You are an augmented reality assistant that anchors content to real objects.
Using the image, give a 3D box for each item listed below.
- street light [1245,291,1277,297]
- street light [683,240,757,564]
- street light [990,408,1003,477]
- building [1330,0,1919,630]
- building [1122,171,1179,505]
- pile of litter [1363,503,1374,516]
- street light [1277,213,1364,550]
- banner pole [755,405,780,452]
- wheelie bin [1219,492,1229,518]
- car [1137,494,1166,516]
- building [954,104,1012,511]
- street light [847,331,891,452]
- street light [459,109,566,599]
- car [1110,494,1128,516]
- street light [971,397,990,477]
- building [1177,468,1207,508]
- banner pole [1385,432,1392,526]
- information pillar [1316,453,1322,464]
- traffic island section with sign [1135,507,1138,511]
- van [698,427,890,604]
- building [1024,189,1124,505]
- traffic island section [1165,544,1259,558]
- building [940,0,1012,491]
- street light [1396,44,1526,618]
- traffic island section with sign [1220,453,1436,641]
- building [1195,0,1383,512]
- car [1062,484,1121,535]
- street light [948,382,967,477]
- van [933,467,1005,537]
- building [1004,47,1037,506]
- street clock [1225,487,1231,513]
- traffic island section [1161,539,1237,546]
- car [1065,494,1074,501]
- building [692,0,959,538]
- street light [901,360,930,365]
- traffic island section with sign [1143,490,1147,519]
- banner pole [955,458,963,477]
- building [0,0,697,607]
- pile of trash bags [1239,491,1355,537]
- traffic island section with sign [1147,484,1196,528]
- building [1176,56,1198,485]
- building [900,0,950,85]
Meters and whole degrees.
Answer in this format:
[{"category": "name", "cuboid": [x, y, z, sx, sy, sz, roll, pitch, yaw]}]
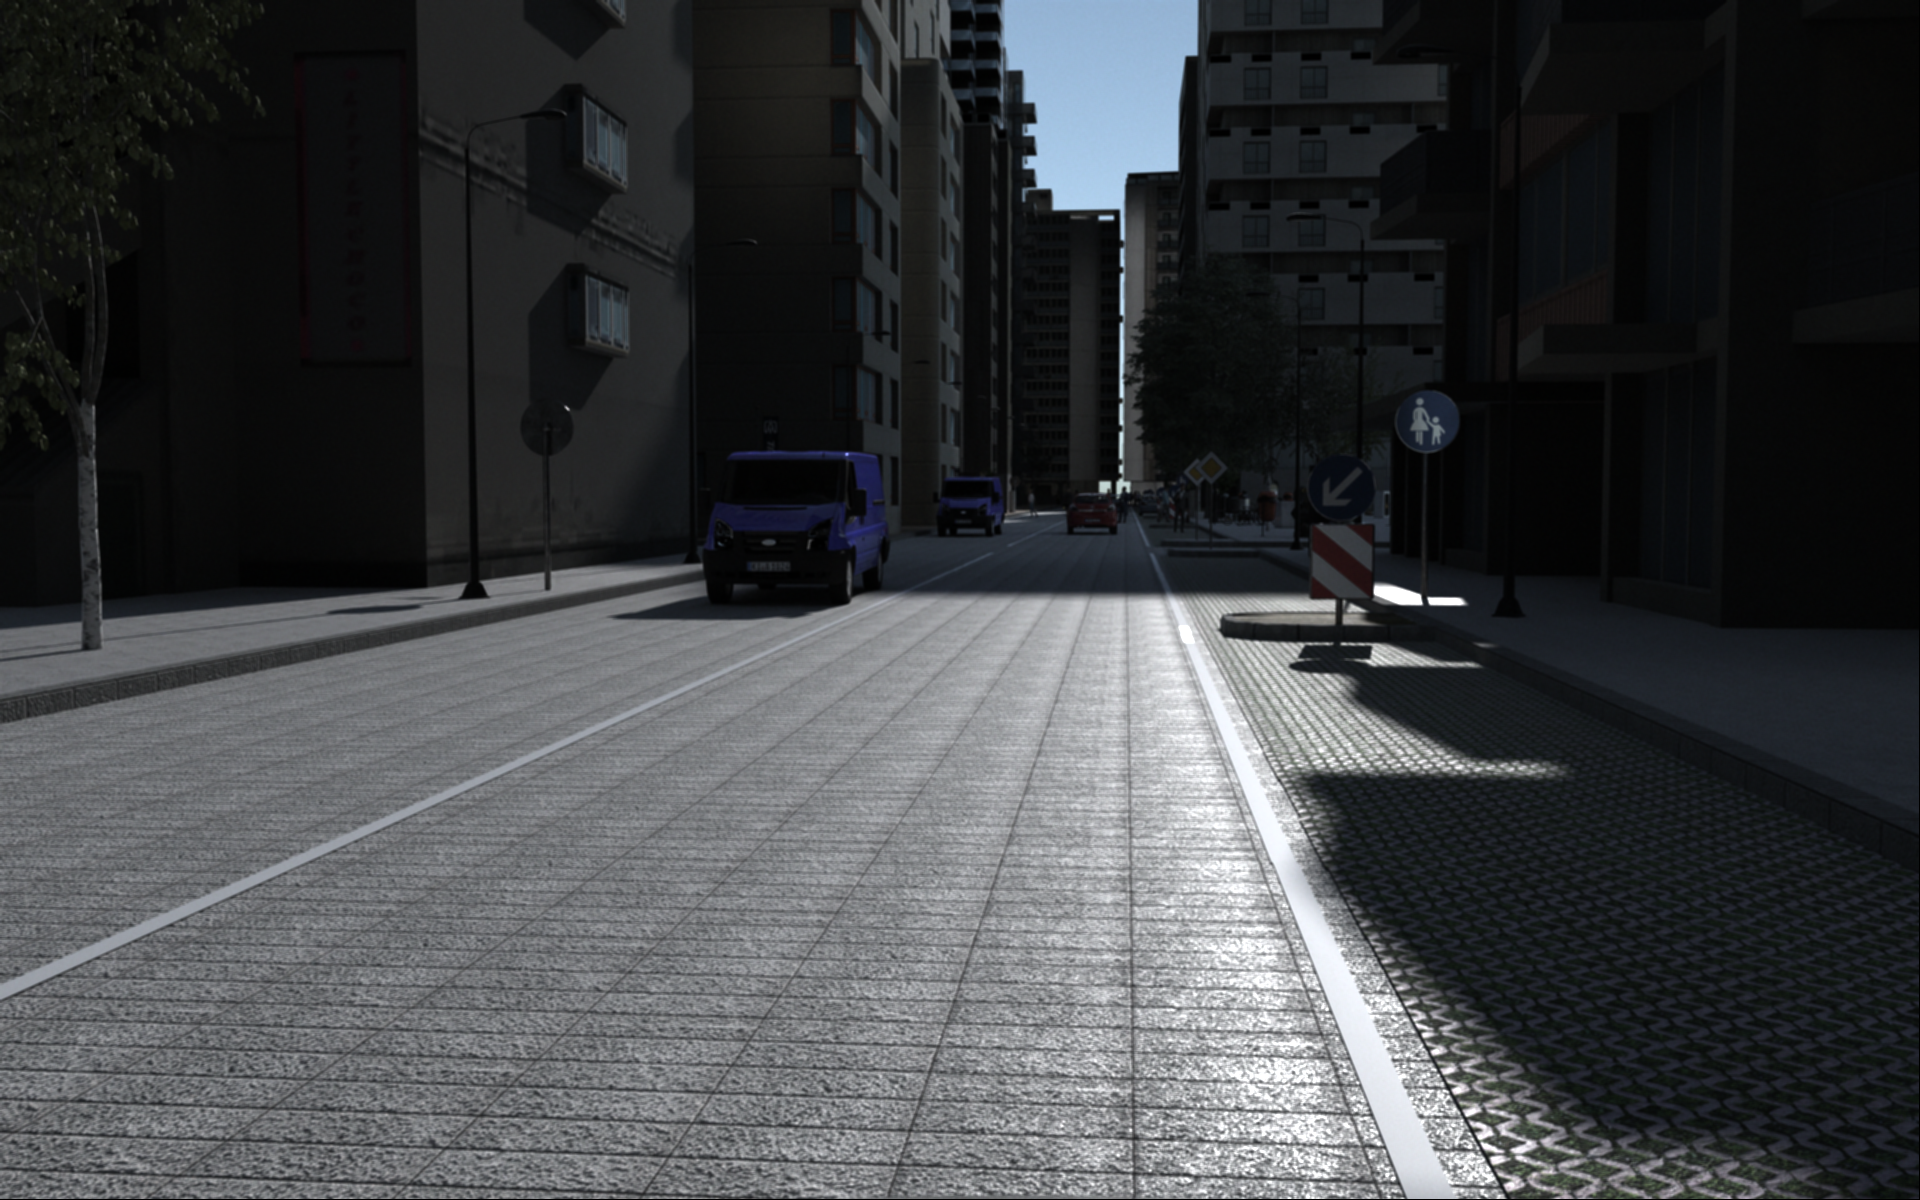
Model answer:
[{"category": "street light", "cuboid": [7.217, -4.111, 39.754, 1.470, 5.913, 1.316, 0, 4, 5]}, {"category": "street light", "cuboid": [-4.408, -3.626, 31.823, 1.470, 5.913, 1.316, 0, 4, 5]}, {"category": "street light", "cuboid": [1.455, -7.400, 93.529, 1.470, 5.913, 1.316, 0, 4, 5]}, {"category": "building", "cuboid": [17.637, -22.503, 22.553, 22.147, 44.769, 28.867, 0, 4, 5]}, {"category": "building", "cuboid": [27.131, -32.387, 213.119, 14.086, 41.232, 14.154, 0, 4, 5]}, {"category": "pile of litter", "cuboid": [24.574, -5.465, 103.311, 1.719, 0.858, 1.176, -3, 4, -39]}, {"category": "street light", "cuboid": [6.098, -3.439, 28.772, 1.470, 5.913, 1.316, 0, 4, 5]}, {"category": "banner pole", "cuboid": [-5.489, -3.600, 48.878, 0.863, 3.779, 0.401, -1, 4, -19]}, {"category": "wheelie bin", "cuboid": [14.002, -5.218, 93.218, 0.980, 1.594, 0.693, 1, 4, 18]}, {"category": "car", "cuboid": [12.723, -6.288, 114.813, 2.014, 1.417, 4.499, 0, 4, 5]}, {"category": "building", "cuboid": [-3.511, -22.034, 131.962, 14.160, 30.474, 14.107, 0, 4, 5]}, {"category": "street light", "cuboid": [-2.663, -4.706, 49.488, 1.470, 5.913, 1.316, 0, 4, 5]}, {"category": "street light", "cuboid": [-5.446, -2.971, 21.121, 1.470, 5.913, 1.316, 0, 4, 5]}, {"category": "car", "cuboid": [10.286, -6.318, 115.298, 2.014, 1.417, 4.499, 0, 4, 6]}, {"category": "street light", "cuboid": [0.520, -6.733, 82.618, 1.470, 5.913, 1.316, 0, 4, 5]}, {"category": "building", "cuboid": [31.270, -44.286, 162.323, 20.563, 71.187, 20.611, 0, 4, 5]}, {"category": "banner pole", "cuboid": [17.476, -4.897, 70.077, 0.401, 3.779, 0.863, 0, 4, 5]}, {"category": "information pillar", "cuboid": [20.546, -6.589, 99.091, 0.183, 3.616, 0.504, -3, 4, -37]}, {"category": "traffic island section with sign", "cuboid": [16.293, -8.614, 149.460, 1.989, 1.847, 2.006, 0, 4, 5]}, {"category": "van", "cuboid": [-2.229, -1.224, 24.399, 2.240, 2.365, 5.245, 0, 4, 4]}, {"category": "building", "cuboid": [9.000, -32.519, 223.568, 23.993, 40.220, 32.217, 0, 4, 5]}, {"category": "traffic island section", "cuboid": [5.841, -1.097, 40.217, 2.009, 0.180, 2.903, 0, 4, 5]}, {"category": "building", "cuboid": [-6.126, -51.444, 153.789, 22.319, 86.520, 31.000, 0, 4, 5]}, {"category": "street light", "cuboid": [5.211, -2.782, 18.032, 1.470, 5.913, 1.316, 0, 4, 5]}, {"category": "traffic island section with sign", "cuboid": [3.703, -0.558, 17.747, 1.989, 1.847, 2.006, 0, 4, 5]}, {"category": "building", "cuboid": [32.904, -33.573, 138.162, 28.713, 52.752, 27.495, 0, 4, 5]}, {"category": "car", "cuboid": [4.779, -3.288, 62.806, 2.155, 1.783, 4.494, 0, 4, 4]}, {"category": "street light", "cuboid": [-0.593, -6.063, 71.675, 1.470, 5.913, 1.316, 0, 4, 5]}, {"category": "van", "cuboid": [0.381, -3.396, 59.902, 2.240, 2.365, 5.245, 0, 4, 6]}, {"category": "building", "cuboid": [-7.165, -34.740, 187.607, 30.456, 49.044, 23.786, 0, 4, 5]}, {"category": "street clock", "cuboid": [17.798, -6.770, 115.266, 0.471, 2.002, 0.358, 2, 4, 35]}, {"category": "traffic island section", "cuboid": [6.601, -1.583, 48.166, 2.009, 0.180, 2.903, 0, 4, 5]}, {"category": "car", "cuboid": [11.351, -9.907, 171.013, 2.155, 1.783, 4.494, 0, 4, 4]}, {"category": "building", "cuboid": [-15.164, -13.439, 64.770, 27.650, 21.520, 28.899, 0, 4, 5]}, {"category": "street light", "cuboid": [-1.724, -5.364, 60.244, 1.470, 5.913, 1.316, 0, 4, 5]}, {"category": "traffic island section with sign", "cuboid": [11.603, -5.611, 100.369, 1.989, 1.847, 2.006, 0, 4, 5]}, {"category": "banner pole", "cuboid": [-0.076, -8.045, 121.560, 0.863, 3.779, 0.401, 0, 4, 7]}, {"category": "building", "cuboid": [-17.306, -24.695, 27.462, 21.600, 48.544, 21.300, 0, 4, 5]}, {"category": "pile of trash bags", "cuboid": [10.401, -2.569, 51.762, 3.447, 1.369, 1.912, 3, 5, 41]}, {"category": "traffic island section with sign", "cuboid": [8.950, -3.916, 72.653, 1.989, 1.847, 2.006, 0, 4, 5]}, {"category": "building", "cuboid": [34.166, -34.263, 183.900, 21.300, 48.544, 21.600, 0, 4, 5]}, {"category": "building", "cuboid": [-14.996, -31.559, 105.221, 28.713, 52.752, 27.495, 0, 4, 5]}]
